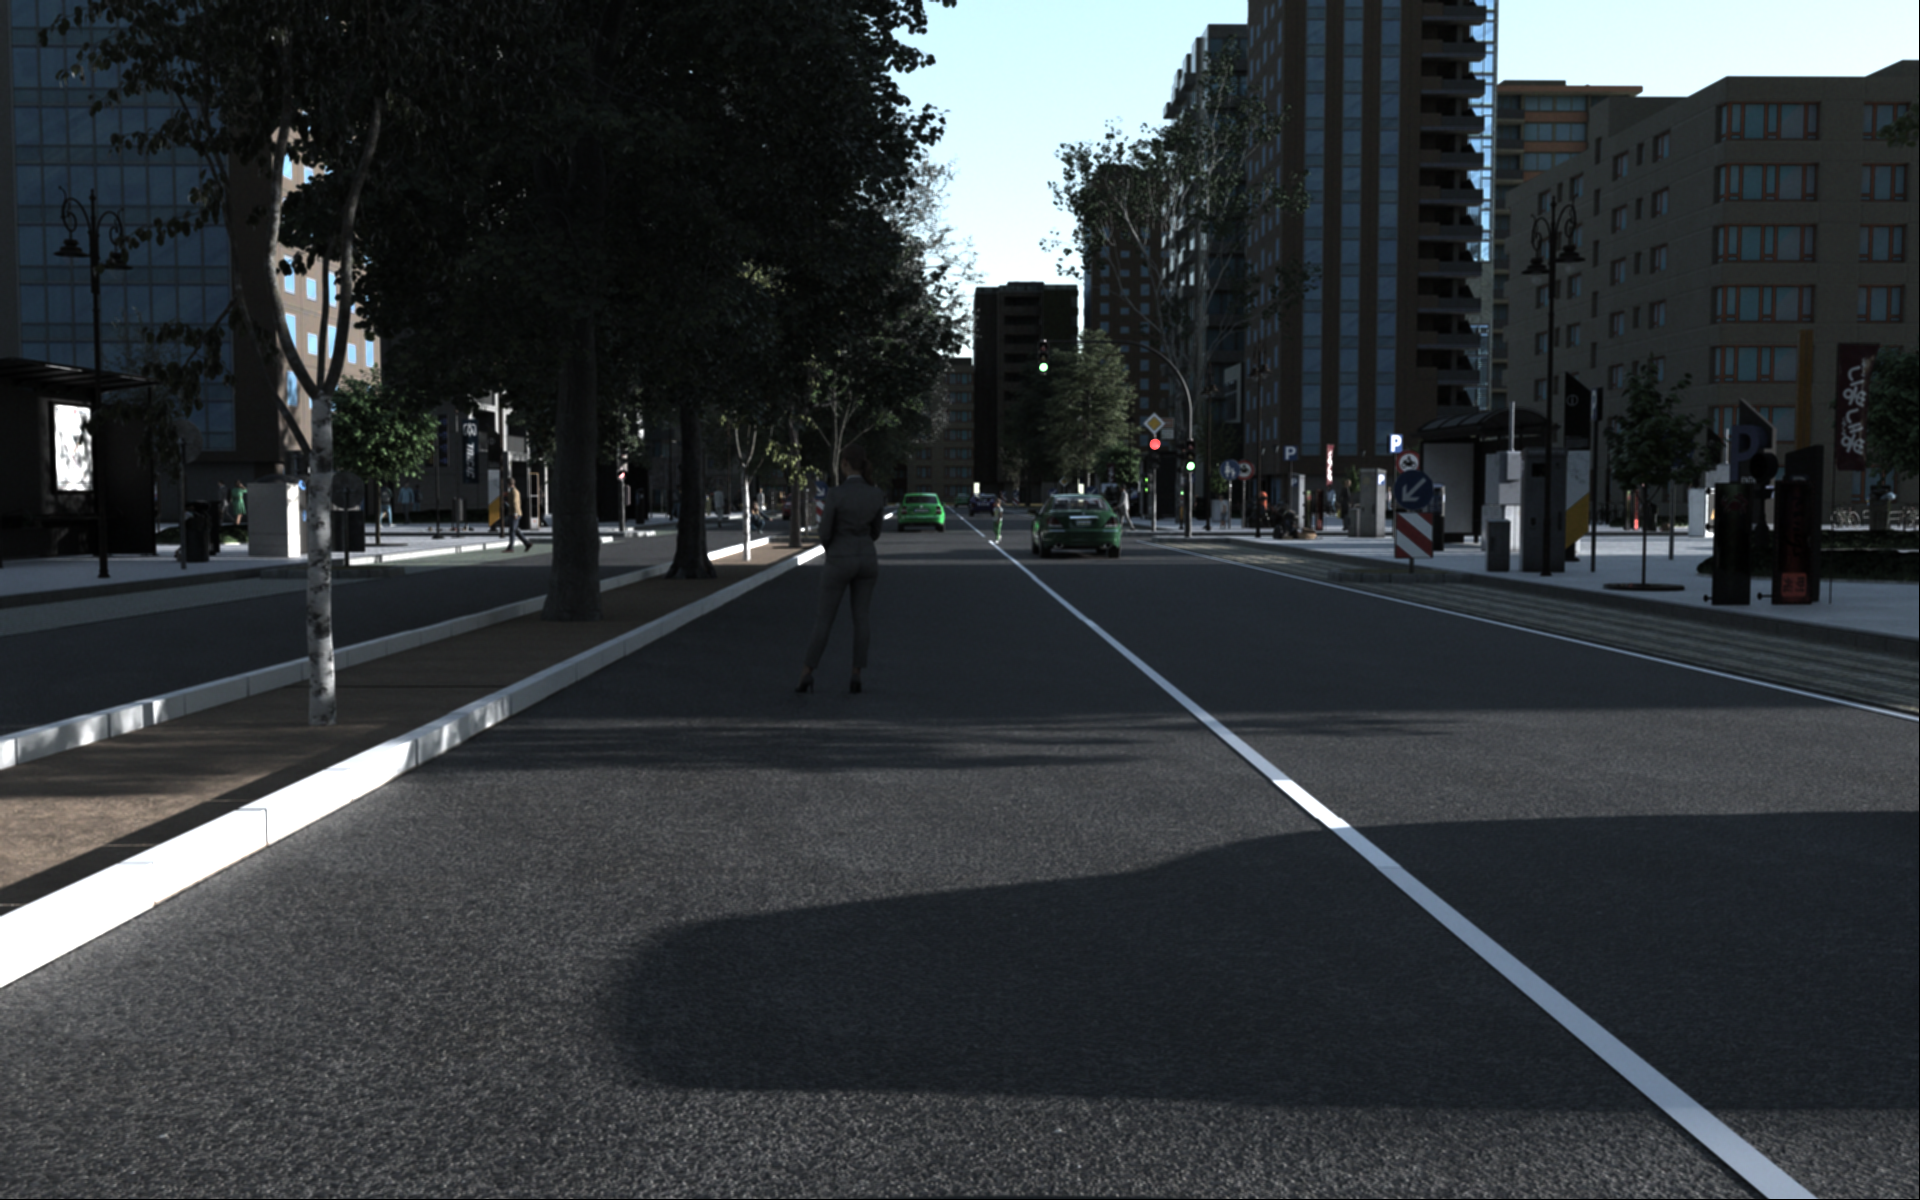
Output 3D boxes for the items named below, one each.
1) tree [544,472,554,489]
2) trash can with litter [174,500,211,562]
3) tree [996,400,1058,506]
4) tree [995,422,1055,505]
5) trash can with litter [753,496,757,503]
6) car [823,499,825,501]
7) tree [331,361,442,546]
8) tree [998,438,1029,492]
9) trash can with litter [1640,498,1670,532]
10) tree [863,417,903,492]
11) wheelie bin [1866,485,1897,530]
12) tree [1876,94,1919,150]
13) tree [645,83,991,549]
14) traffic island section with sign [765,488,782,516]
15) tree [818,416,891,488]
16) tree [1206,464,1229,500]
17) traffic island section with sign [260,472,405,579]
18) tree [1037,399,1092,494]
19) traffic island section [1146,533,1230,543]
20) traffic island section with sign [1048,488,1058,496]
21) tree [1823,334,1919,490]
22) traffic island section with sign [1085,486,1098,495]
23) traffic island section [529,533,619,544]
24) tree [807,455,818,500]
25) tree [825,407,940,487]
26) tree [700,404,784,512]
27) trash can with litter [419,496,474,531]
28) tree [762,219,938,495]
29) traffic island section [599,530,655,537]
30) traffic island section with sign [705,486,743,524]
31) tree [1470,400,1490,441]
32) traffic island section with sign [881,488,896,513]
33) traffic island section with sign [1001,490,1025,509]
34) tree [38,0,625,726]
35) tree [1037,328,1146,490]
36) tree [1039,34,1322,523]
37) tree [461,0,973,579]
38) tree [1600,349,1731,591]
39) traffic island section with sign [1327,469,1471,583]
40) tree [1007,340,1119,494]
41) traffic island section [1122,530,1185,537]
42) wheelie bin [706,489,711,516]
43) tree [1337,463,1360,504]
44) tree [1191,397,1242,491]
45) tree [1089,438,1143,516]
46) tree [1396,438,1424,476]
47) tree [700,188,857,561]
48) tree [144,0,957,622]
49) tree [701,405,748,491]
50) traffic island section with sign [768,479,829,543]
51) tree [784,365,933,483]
[{"bbox_3d":[-20.686,-8.681,92.290,4.737,8.622,4.395,0,3,0],"label":"tree"},{"bbox_3d":[-14.607,-1.308,32.778,0.624,1.170,1.055,-3,5,-44],"label":"trash can with litter"},{"bbox_3d":[7.304,-15.593,180.693,9.928,11.665,9.643,0,3,0],"label":"tree"},{"bbox_3d":[7.671,-15.914,194.609,8.767,10.594,7.601,3,5,41],"label":"tree"},{"bbox_3d":[-15.144,-7.014,126.065,0.624,1.170,1.055,3,4,37],"label":"trash can with litter"},{"bbox_3d":[-7.971,-6.398,113.398,1.959,1.807,4.718,0,4,-2],"label":"car"},{"bbox_3d":[-14.502,-3.624,42.970,4.285,4.588,4.351,0,3,0],"label":"tree"},{"bbox_3d":[6.735,-15.831,209.194,4.360,8.622,3.978,0,3,0],"label":"tree"},{"bbox_3d":[23.882,-2.934,59.364,1.055,1.170,0.624,1,4,13],"label":"trash can with litter"},{"bbox_3d":[-4.903,-8.137,85.865,4.737,8.622,4.395,0,3,0],"label":"tree"},{"bbox_3d":[32.315,-3.234,60.783,0.980,1.594,0.693,3,4,38],"label":"wheelie bin"},{"bbox_3d":[10.701,-5.782,12.663,7.486,12.596,7.792,0,3,0],"label":"tree"},{"bbox_3d":[-4.297,-8.085,45.014,12.009,13.543,11.850,0,3,0],"label":"tree"},{"bbox_3d":[-12.077,-6.301,111.653,1.989,1.847,2.006,0,4,-1],"label":"traffic island section with sign"},{"bbox_3d":[-4.928,-7.836,80.941,4.360,8.622,3.978,0,3,0],"label":"tree"},{"bbox_3d":[16.330,-7.010,109.219,1.663,3.219,1.824,0,3,0],"label":"tree"},{"bbox_3d":[-10.777,-1.308,30.013,1.989,1.847,2.006,0,4,-1],"label":"traffic island section with sign"},{"bbox_3d":[7.906,-10.899,128.561,4.360,8.622,3.978,0,3,0],"label":"tree"},{"bbox_3d":[6.795,-1.788,51.522,2.009,0.180,2.903,0,4,-1],"label":"traffic island section"},{"bbox_3d":[5.856,-6.307,111.753,1.989,1.847,2.006,0,4,-1],"label":"traffic island section with sign"},{"bbox_3d":[18.181,-2.992,32.635,4.285,4.588,4.351,0,3,0],"label":"tree"},{"bbox_3d":[6.269,-4.659,84.801,1.989,1.847,2.006,0,4,-1],"label":"traffic island section with sign"},{"bbox_3d":[-11.444,-1.771,51.238,2.009,0.180,2.903,0,4,-1],"label":"traffic island section"},{"bbox_3d":[-17.986,-21.223,202.882,12.611,20.169,13.585,0,3,0],"label":"tree"},{"bbox_3d":[-5.495,-10.869,114.583,8.767,10.594,7.601,0,4,-1],"label":"tree"},{"bbox_3d":[-15.295,-12.644,124.859,7.486,12.596,7.792,0,3,0],"label":"tree"},{"bbox_3d":[-17.814,-3.004,60.174,2.233,1.210,1.678,-3,5,-39],"label":"trash can with litter"},{"bbox_3d":[-4.534,-8.254,63.173,9.928,11.665,9.643,0,3,0],"label":"tree"},{"bbox_3d":[-11.571,-2.259,59.222,2.009,0.180,2.903,0,4,-1],"label":"traffic island section"},{"bbox_3d":[-11.643,-4.653,84.702,1.989,1.847,2.006,0,4,-1],"label":"traffic island section with sign"},{"bbox_3d":[38.727,-11.151,132.680,4.360,8.622,3.978,0,3,0],"label":"tree"},{"bbox_3d":[-5.944,-7.705,134.115,2.006,1.907,1.989,0,4,-1],"label":"traffic island section with sign"},{"bbox_3d":[5.058,-9.335,161.248,1.989,1.847,2.006,0,4,-1],"label":"traffic island section with sign"},{"bbox_3d":[-3.961,-3.539,10.683,4.360,8.622,3.978,0,3,0],"label":"tree"},{"bbox_3d":[9.018,-12.247,118.369,7.486,12.596,7.792,0,3,0],"label":"tree"},{"bbox_3d":[9.436,-13.319,73.652,12.611,20.169,13.585,0,3,0],"label":"tree"},{"bbox_3d":[-4.555,-6.710,29.168,9.611,12.733,9.660,0,3,0],"label":"tree"},{"bbox_3d":[9.161,-1.749,23.195,1.663,3.219,1.824,0,3,0],"label":"tree"},{"bbox_3d":[7.162,-1.220,28.576,1.989,1.847,2.006,0,4,-1],"label":"traffic island section with sign"},{"bbox_3d":[8.656,-14.420,142.429,9.857,13.997,8.962,0,3,0],"label":"tree"},{"bbox_3d":[6.668,-2.277,59.506,2.009,0.180,2.903,0,4,-1],"label":"traffic island section"},{"bbox_3d":[-14.978,-5.722,101.456,0.980,1.594,0.693,3,5,42],"label":"wheelie bin"},{"bbox_3d":[24.069,-6.815,106.020,1.663,3.219,1.824,0,3,0],"label":"tree"},{"bbox_3d":[18.713,-10.937,129.184,4.737,8.622,4.395,0,3,0],"label":"tree"},{"bbox_3d":[9.098,-7.100,99.793,4.285,4.588,4.351,0,3,0],"label":"tree"},{"bbox_3d":[27.133,-7.207,101.543,4.285,4.588,4.351,0,3,0],"label":"tree"},{"bbox_3d":[-4.523,-5.121,36.555,4.737,8.622,4.395,0,3,0],"label":"tree"},{"bbox_3d":[-4.400,-6.740,19.315,9.857,13.997,8.962,0,3,0],"label":"tree"},{"bbox_3d":[-15.877,-10.233,117.665,4.360,8.622,3.978,0,3,0],"label":"tree"},{"bbox_3d":[-4.634,-2.657,51.580,2.006,1.907,1.989,0,4,-1],"label":"traffic island section with sign"},{"bbox_3d":[-5.192,-10.609,94.037,7.486,12.596,7.792,0,3,0],"label":"tree"}]
